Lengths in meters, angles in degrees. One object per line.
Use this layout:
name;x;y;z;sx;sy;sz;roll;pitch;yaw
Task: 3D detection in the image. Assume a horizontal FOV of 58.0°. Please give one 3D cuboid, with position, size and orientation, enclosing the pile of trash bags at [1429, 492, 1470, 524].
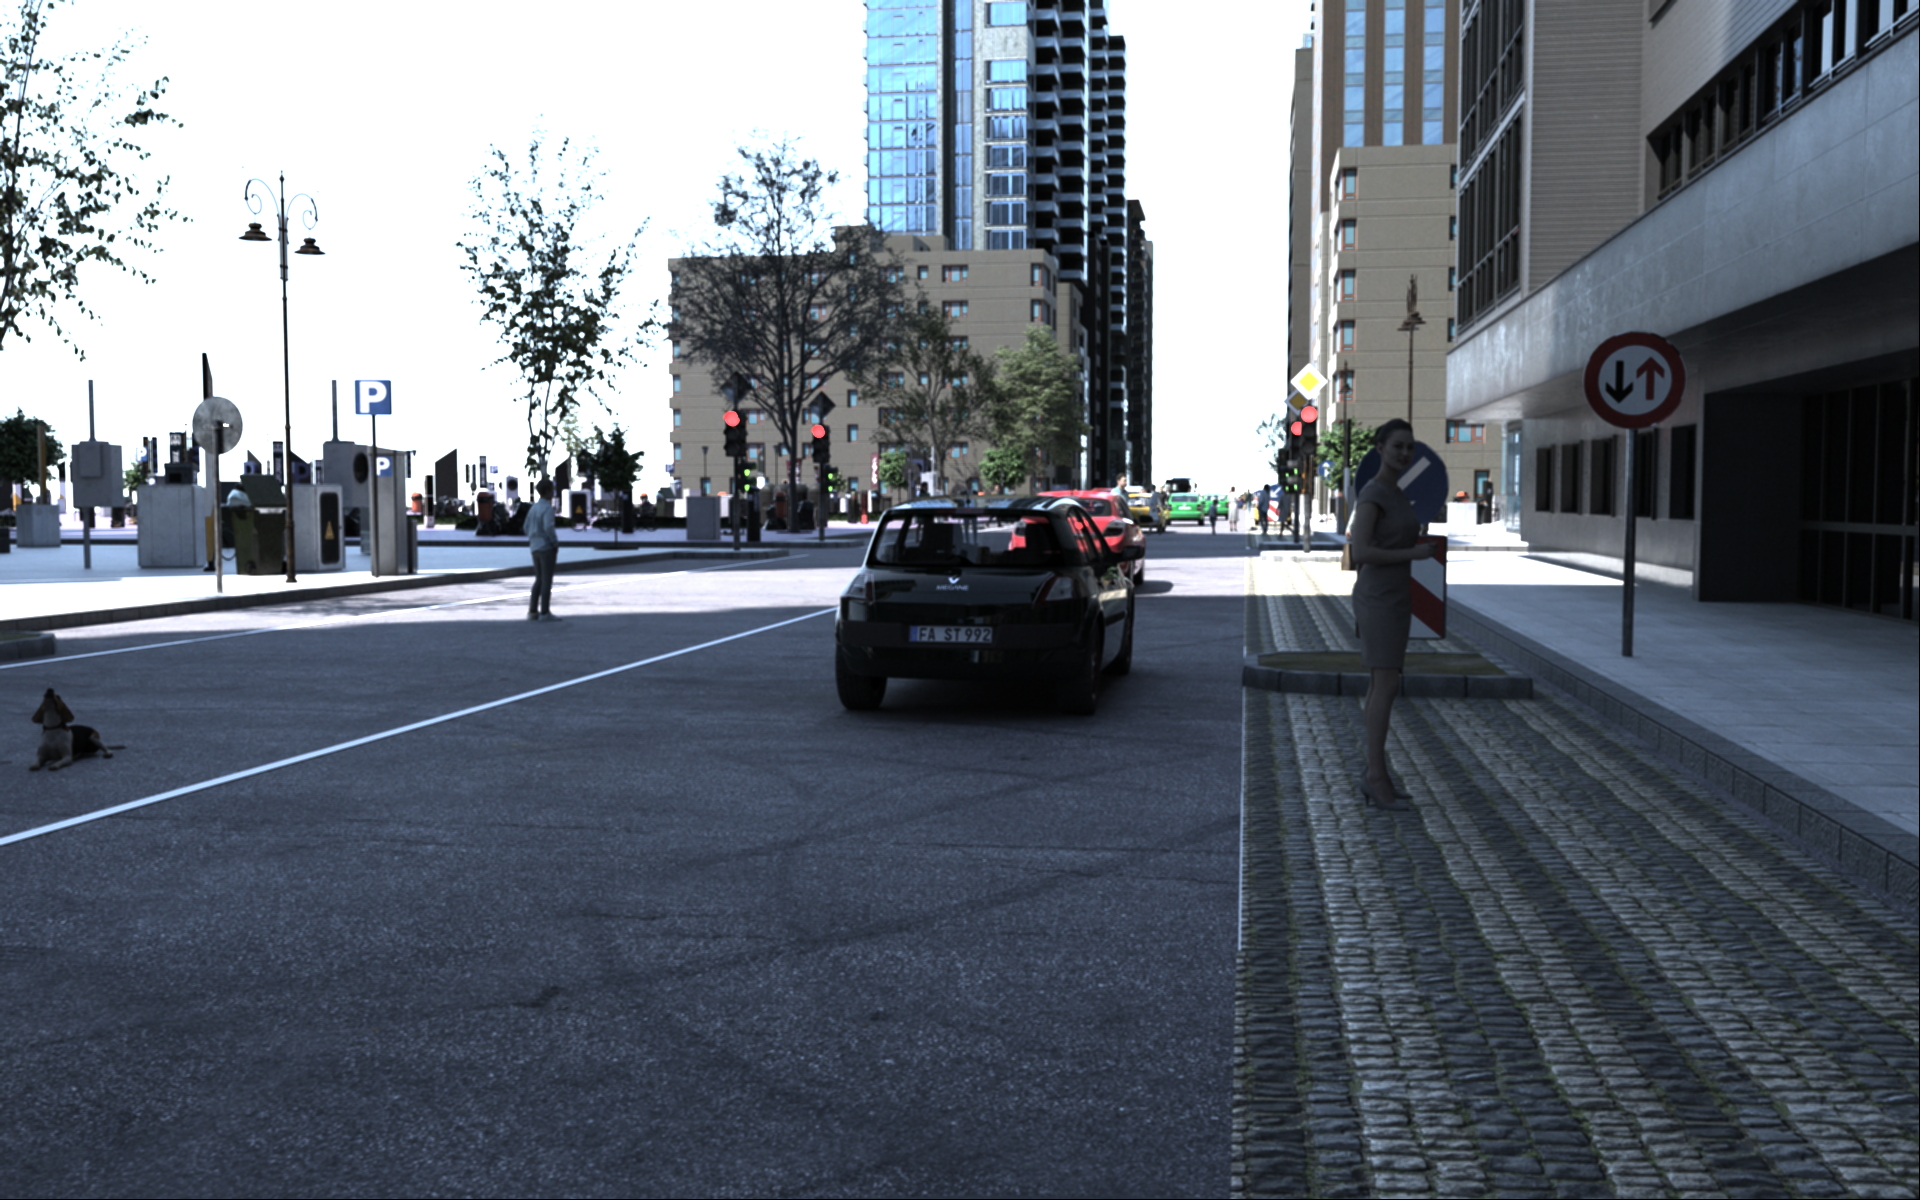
pile of trash bags;21.319;-4.073;76.345;3.447;1.369;1.912;-3;5;-40

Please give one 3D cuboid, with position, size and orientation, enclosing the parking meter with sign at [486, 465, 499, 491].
parking meter with sign;-28.291;-6.620;104.499;0.543;3.016;1.738;-2;4;-28

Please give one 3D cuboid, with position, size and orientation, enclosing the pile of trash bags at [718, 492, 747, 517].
pile of trash bags;-11.914;-5.276;96.021;3.447;1.369;1.912;1;4;22

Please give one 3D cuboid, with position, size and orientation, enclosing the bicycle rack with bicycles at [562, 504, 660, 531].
bicycle rack with bicycles;-11.752;-2.869;60.291;2.925;0.926;2.852;1;4;16

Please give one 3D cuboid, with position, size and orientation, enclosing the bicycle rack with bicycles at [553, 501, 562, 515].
bicycle rack with bicycles;-21.060;-4.899;93.473;2.852;0.926;2.925;0;4;2

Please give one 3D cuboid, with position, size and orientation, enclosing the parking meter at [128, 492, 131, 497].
parking meter;-59.026;-7.190;123.269;0.255;1.863;0.399;-1;4;-17

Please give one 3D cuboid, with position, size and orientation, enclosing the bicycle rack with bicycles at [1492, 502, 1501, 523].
bicycle rack with bicycles;24.504;-3.848;76.294;2.925;0.926;2.852;-2;4;-33

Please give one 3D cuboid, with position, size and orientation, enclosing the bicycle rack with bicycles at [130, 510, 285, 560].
bicycle rack with bicycles;-13.595;-1.202;33.040;2.852;0.926;2.925;0;4;4

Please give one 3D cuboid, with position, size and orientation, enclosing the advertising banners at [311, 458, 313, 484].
advertising banners;-31.734;-5.401;84.496;0.090;3.025;2.074;-1;4;-10

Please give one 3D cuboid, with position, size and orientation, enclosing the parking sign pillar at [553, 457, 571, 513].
parking sign pillar;-27.424;-8.013;119.483;1.447;3.967;1.447;-3;5;-45

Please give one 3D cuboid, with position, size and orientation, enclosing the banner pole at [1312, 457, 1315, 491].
banner pole;23.862;-7.738;116.534;0.401;3.779;0.863;-3;4;-36

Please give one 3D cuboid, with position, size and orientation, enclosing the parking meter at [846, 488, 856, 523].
parking meter;-4.788;-4.163;76.471;0.372;1.533;0.369;0;3;0

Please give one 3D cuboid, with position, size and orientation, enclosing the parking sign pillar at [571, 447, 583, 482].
parking sign pillar;-21.211;-6.811;99.830;1.447;3.967;1.447;3;5;41

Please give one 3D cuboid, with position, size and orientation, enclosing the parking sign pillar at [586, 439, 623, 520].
parking sign pillar;-16.247;-5.627;80.465;1.447;3.967;1.447;2;4;30

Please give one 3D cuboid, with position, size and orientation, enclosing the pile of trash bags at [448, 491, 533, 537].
pile of trash bags;-14.137;-2.676;53.511;1.912;1.369;3.447;0;4;5

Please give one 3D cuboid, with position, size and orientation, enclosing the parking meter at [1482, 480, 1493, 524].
parking meter;22.697;-4.208;74.515;0.399;1.863;0.255;-1;4;-21

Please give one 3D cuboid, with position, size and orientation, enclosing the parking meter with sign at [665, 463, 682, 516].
parking meter with sign;-16.039;-6.205;97.708;0.543;3.016;1.738;-2;4;-33

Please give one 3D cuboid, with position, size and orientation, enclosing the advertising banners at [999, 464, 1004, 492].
advertising banners;2.241;-6.454;101.706;0.090;3.025;2.074;1;4;20

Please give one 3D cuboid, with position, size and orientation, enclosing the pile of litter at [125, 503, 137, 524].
pile of litter;-35.678;-3.756;75.370;1.176;0.858;1.719;1;4;21

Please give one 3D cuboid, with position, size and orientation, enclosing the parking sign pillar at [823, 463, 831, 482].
parking sign pillar;-8.625;-7.516;111.365;1.447;3.967;1.447;1;4;9

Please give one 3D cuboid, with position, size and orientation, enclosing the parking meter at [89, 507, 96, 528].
parking meter;-32.654;-3.459;64.966;0.372;1.533;0.369;0;3;0

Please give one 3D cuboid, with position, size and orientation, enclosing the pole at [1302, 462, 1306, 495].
pole;21.721;-7.069;109.429;0.158;3.312;0.155;0;3;0

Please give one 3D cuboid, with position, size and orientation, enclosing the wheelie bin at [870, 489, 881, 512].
wheelie bin;-5.111;-5.942;105.052;0.693;1.594;0.980;0;4;-4

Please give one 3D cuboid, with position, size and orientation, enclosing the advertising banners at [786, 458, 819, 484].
advertising banners;-8.044;-5.733;89.930;2.074;3.025;0.090;1;4;13

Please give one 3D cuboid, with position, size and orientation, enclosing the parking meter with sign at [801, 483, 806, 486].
parking meter with sign;-10.907;-7.494;118.780;1.738;3.016;0.543;-3;4;-36

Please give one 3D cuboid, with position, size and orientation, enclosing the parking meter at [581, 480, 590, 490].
parking meter;-15.591;-4.059;72.073;0.399;1.863;0.255;-1;4;-14

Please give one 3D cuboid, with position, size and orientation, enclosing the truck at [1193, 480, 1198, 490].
truck;30.218;-14.455;232.260;3.469;3.379;9.791;1;4;9

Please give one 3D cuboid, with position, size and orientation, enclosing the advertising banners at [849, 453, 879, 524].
advertising banners;-4.098;-4.760;74.012;0.090;3.025;2.074;-3;5;-41

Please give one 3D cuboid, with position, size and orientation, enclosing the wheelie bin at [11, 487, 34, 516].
wheelie bin;-43.192;-4.394;79.757;0.693;1.594;0.980;2;4;30

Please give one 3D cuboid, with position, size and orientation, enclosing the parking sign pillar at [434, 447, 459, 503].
parking sign pillar;-29.189;-6.727;98.460;1.447;3.967;1.447;-1;4;-13

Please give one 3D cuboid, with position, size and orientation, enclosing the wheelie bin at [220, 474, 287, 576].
wheelie bin;-11.099;-1.189;27.341;0.693;1.594;0.980;2;4;32

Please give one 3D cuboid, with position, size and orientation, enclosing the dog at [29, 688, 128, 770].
dog;-4.738;0.663;9.348;0.550;0.427;0.748;3;4;36

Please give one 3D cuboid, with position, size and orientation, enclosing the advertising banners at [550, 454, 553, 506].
advertising banners;-17.680;-4.817;74.943;0.090;3.025;2.074;-1;4;-9

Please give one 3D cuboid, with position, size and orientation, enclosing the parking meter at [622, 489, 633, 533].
parking meter;-10.921;-2.964;56.869;0.372;1.533;0.369;0;3;0

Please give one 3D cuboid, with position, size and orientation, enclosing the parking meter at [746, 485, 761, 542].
parking meter;-5.565;-2.340;46.665;0.372;1.533;0.369;0;3;0

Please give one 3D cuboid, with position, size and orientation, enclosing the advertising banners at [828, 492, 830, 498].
advertising banners;-8.608;-6.910;109.171;0.090;3.025;2.074;2;4;31

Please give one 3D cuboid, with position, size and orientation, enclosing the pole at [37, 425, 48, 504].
pole;-27.078;-3.504;51.136;0.158;3.312;0.155;0;3;0

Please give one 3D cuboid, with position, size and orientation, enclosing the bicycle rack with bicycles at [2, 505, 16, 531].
bicycle rack with bicycles;-31.653;-2.643;56.588;2.852;0.926;2.925;-1;4;-11

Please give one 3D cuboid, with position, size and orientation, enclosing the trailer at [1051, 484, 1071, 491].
trailer;6.034;-5.916;103.769;1.471;1.999;3.904;1;4;10

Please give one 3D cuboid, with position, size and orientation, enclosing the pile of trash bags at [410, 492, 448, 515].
pile of trash bags;-23.668;-4.192;78.292;1.912;1.369;3.447;1;4;18

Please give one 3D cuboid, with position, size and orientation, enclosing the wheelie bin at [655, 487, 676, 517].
wheelie bin;-12.679;-4.064;74.350;0.693;1.594;0.980;3;4;37

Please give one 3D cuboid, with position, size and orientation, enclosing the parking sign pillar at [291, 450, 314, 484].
parking sign pillar;-39.806;-7.104;104.618;1.447;3.967;1.447;3;4;38

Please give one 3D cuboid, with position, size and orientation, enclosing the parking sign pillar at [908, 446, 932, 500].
parking sign pillar;-2.214;-6.582;96.093;1.447;3.967;1.447;1;4;15

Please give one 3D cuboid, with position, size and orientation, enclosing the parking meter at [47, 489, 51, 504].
parking meter;-42.537;-4.420;80.681;0.372;1.533;0.369;0;3;0

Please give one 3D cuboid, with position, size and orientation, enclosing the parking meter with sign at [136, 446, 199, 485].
parking meter with sign;-18.948;-2.806;42.146;1.738;3.016;0.543;0;4;-4

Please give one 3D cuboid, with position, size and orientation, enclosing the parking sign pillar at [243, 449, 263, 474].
parking sign pillar;-41.844;-6.975;102.506;1.447;3.967;1.447;2;4;33

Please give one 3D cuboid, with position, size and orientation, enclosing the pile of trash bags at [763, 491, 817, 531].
pile of trash bags;-6.116;-3.163;61.470;1.912;1.369;3.447;0;4;3

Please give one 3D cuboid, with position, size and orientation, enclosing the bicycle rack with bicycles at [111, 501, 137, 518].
bicycle rack with bicycles;-43.569;-4.792;91.731;2.925;0.926;2.852;2;4;26

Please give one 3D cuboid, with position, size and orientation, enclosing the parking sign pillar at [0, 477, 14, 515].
parking sign pillar;-45.962;-5.778;82.950;1.447;3.967;1.447;0;4;6

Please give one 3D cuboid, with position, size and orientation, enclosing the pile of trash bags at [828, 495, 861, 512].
pile of trash bags;-7.158;-5.473;99.235;3.447;1.369;1.912;3;5;41

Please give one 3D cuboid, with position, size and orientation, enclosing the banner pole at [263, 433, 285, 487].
banner pole;-28.177;-4.965;71.198;0.863;3.779;0.401;-2;4;-31

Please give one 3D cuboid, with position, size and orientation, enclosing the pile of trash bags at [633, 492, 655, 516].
pile of trash bags;-17.154;-5.073;92.695;1.912;1.369;3.447;0;4;-1

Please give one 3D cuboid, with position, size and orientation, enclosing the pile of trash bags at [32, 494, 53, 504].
pile of trash bags;-62.689;-6.569;117.147;1.912;1.369;3.447;1;4;10

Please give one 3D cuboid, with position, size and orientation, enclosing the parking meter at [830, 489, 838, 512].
parking meter;-6.231;-4.730;85.750;0.372;1.533;0.369;0;3;0

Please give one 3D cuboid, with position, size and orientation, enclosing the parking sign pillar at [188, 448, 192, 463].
parking sign pillar;-42.480;-6.503;94.792;1.447;3.967;1.447;-3;5;-40

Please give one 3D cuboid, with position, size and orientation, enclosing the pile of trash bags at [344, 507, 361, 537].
pile of trash bags;-19.441;-2.614;52.487;3.447;1.369;1.912;3;5;43
